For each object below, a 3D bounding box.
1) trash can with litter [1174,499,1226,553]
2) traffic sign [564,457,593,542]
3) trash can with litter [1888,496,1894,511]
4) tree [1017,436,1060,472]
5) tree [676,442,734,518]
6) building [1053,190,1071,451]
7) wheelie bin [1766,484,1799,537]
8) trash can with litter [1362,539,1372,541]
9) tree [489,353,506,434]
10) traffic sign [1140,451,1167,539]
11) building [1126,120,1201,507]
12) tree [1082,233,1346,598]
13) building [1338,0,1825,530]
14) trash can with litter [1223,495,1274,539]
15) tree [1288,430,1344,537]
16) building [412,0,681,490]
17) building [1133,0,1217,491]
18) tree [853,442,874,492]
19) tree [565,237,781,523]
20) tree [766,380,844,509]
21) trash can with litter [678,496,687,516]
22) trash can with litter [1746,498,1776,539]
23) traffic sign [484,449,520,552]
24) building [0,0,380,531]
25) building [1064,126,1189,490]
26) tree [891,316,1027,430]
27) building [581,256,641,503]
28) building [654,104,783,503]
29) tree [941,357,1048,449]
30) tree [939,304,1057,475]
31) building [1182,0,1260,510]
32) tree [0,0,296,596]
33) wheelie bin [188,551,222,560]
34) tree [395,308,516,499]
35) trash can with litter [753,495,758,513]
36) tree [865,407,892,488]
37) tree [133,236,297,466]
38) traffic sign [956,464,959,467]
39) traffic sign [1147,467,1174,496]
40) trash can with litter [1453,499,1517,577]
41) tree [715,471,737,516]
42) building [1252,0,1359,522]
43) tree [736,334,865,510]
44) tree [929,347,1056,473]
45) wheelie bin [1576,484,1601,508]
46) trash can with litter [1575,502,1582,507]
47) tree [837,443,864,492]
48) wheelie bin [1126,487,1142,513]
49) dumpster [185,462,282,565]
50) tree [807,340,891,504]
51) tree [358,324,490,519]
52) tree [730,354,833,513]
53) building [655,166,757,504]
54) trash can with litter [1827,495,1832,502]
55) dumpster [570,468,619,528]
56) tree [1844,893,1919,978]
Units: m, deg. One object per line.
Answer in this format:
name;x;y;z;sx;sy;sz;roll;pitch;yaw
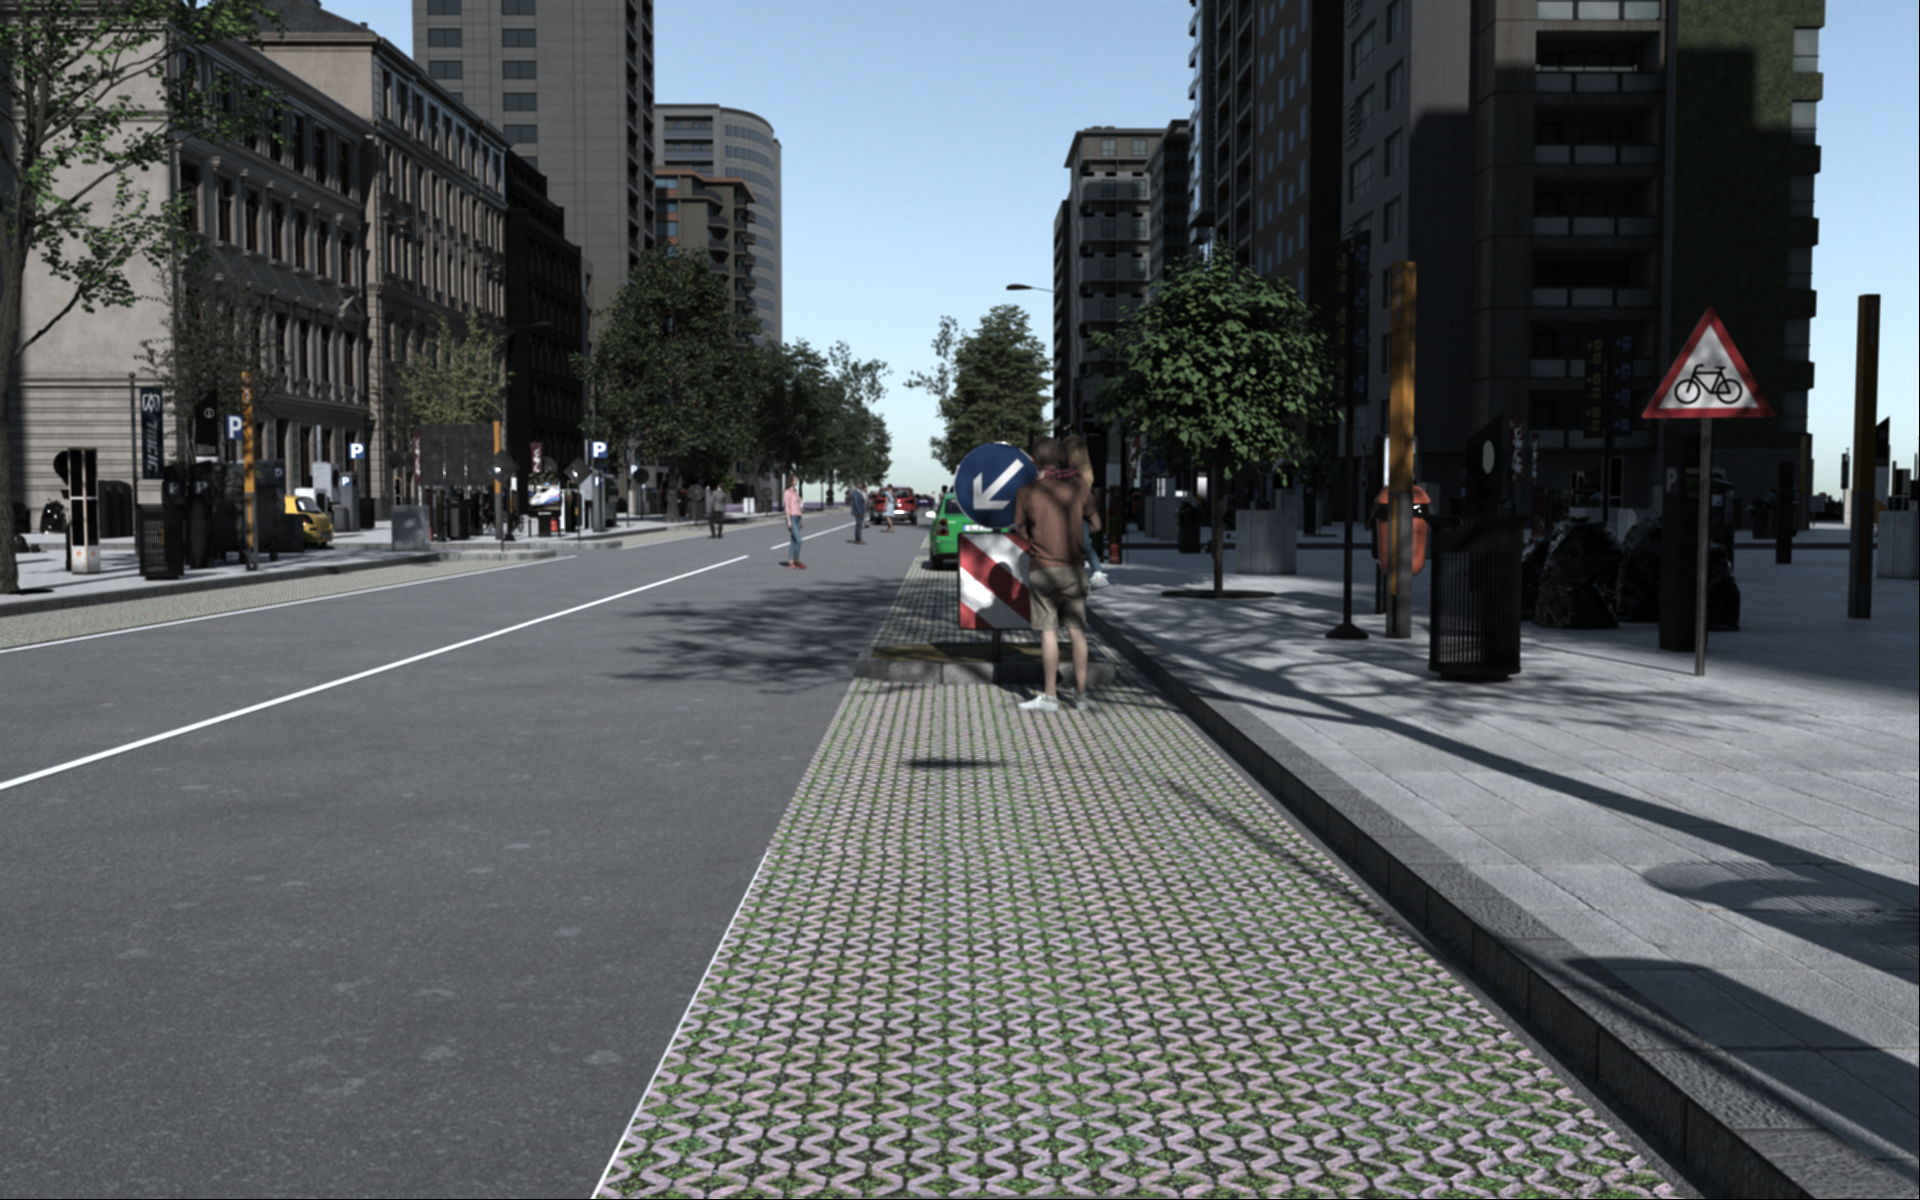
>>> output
trash can with litter;5.218;-1.611;37.728;1.055;1.170;0.624;0;4;-7
traffic sign;-10.234;-2.620;46.479;0.795;2.450;0.064;0;4;0
trash can with litter;58.179;-5.904;107.914;0.624;1.170;1.055;-1;4;-15
tree;2.661;-3.848;57.522;1.663;3.219;1.824;0;3;0
tree;-13.761;-6.701;93.270;4.285;4.588;4.351;0;3;0
building;25.853;-39.518;269.813;21.300;48.544;21.600;0;4;0
wheelie bin;24.806;-2.717;52.330;0.980;1.594;0.693;-1;4;-14
trash can with litter;12.319;-2.231;47.534;1.678;1.210;2.233;-3;5;-42
tree;-23.618;-8.116;83.065;4.360;8.622;3.978;0;3;0
traffic sign;5.568;-3.042;49.836;0.768;2.556;0.104;0;4;6
building;31.715;-29.344;171.661;32.217;40.220;23.993;0;4;0
tree;3.333;-2.328;21.775;4.285;4.588;4.351;0;3;0
building;23.357;-23.473;67.373;14.086;41.232;14.154;0;4;0
trash can with litter;8.381;-2.366;49.736;2.233;1.210;1.678;1;4;19
tree;10.734;-3.529;52.293;1.663;3.219;1.824;0;3;0
building;-36.837;-44.093;159.174;20.563;71.187;20.611;0;4;0
building;27.248;-50.708;141.739;22.319;86.520;31.000;0;4;0
tree;-13.731;-17.768;240.866;4.737;8.622;4.395;0;3;0
tree;-12.872;-9.814;77.465;9.611;12.733;9.660;0;3;0
tree;-14.120;-13.951;153.857;9.928;11.665;9.643;0;3;0
trash can with litter;-16.203;-5.423;100.057;0.624;1.170;1.055;-2;4;-31
trash can with litter;23.035;-2.329;49.467;1.055;1.170;0.624;-1;4;-22
traffic sign;-10.180;-2.132;38.494;0.795;2.450;0.064;0;4;0
building;-32.545;-14.298;69.925;11.583;22.565;21.152;0;4;0
building;29.882;-40.111;245.045;28.713;52.752;27.495;0;4;0
tree;0.770;-20.090;184.363;12.611;20.169;13.585;0;3;0
building;-41.314;-17.793;135.950;27.650;21.520;28.899;0;4;0
building;-38.744;-44.035;261.963;21.231;58.520;28.212;0;4;0
tree;2.437;-11.058;115.202;8.767;10.594;7.601;3;5;42
tree;2.390;-11.366;103.962;7.486;12.596;7.792;0;3;0
building;25.937;-41.096;110.180;20.563;71.187;20.611;0;4;0
tree;-12.191;-5.887;22.005;9.928;11.665;9.643;0;3;0
wheelie bin;-14.792;-1.599;34.054;0.693;1.594;0.980;0;4;-7
tree;-19.618;-7.177;67.713;4.737;8.622;4.395;0;3;0
trash can with litter;-14.184;-6.587;118.761;1.678;1.210;2.233;0;4;-4
tree;-14.510;-17.493;192.662;9.857;13.997;8.962;0;3;0
tree;-21.883;-6.105;50.186;4.360;8.622;3.978;0;3;0
traffic sign;0.314;-2.135;38.544;0.795;2.450;0.064;0;4;0
traffic sign;6.740;-3.563;58.257;0.884;2.594;0.081;0;4;8
trash can with litter;8.463;-0.973;26.959;1.678;1.210;2.233;0;4;-5
tree;-13.793;-6.450;100.059;1.663;3.219;1.824;0;3;0
building;22.783;-26.635;85.589;14.600;45.320;14.200;0;4;0
tree;-13.748;-14.215;139.077;9.857;13.997;8.962;0;3;0
tree;2.772;-13.054;130.435;9.611;12.733;9.660;0;3;0
wheelie bin;19.976;-2.873;54.878;0.980;1.594;0.693;3;4;36
trash can with litter;17.373;-2.267;48.455;1.055;1.170;0.624;0;4;3
tree;-14.702;-17.028;228.767;4.360;8.622;3.978;0;3;0
wheelie bin;8.319;-4.538;82.106;0.693;1.594;0.980;3;5;45
dumpster;-13.552;-1.616;32.176;1.264;1.857;1.865;0;4;0
tree;-14.863;-22.042;216.273;12.611;20.169;13.585;0;3;0
tree;-23.395;-7.588;74.430;4.360;8.622;3.978;0;3;0
tree;-13.598;-11.019;114.571;7.601;10.594;8.767;1;4;14
building;-39.147;-35.392;233.275;22.147;44.769;28.867;0;4;0
trash can with litter;55.252;-6.027;109.603;1.678;1.210;2.233;3;5;43
dumpster;-13.681;-3.809;64.766;1.502;2.255;1.985;0;4;0
tree;2.987;-5.747;4.333;12.009;13.543;11.850;0;3;0
